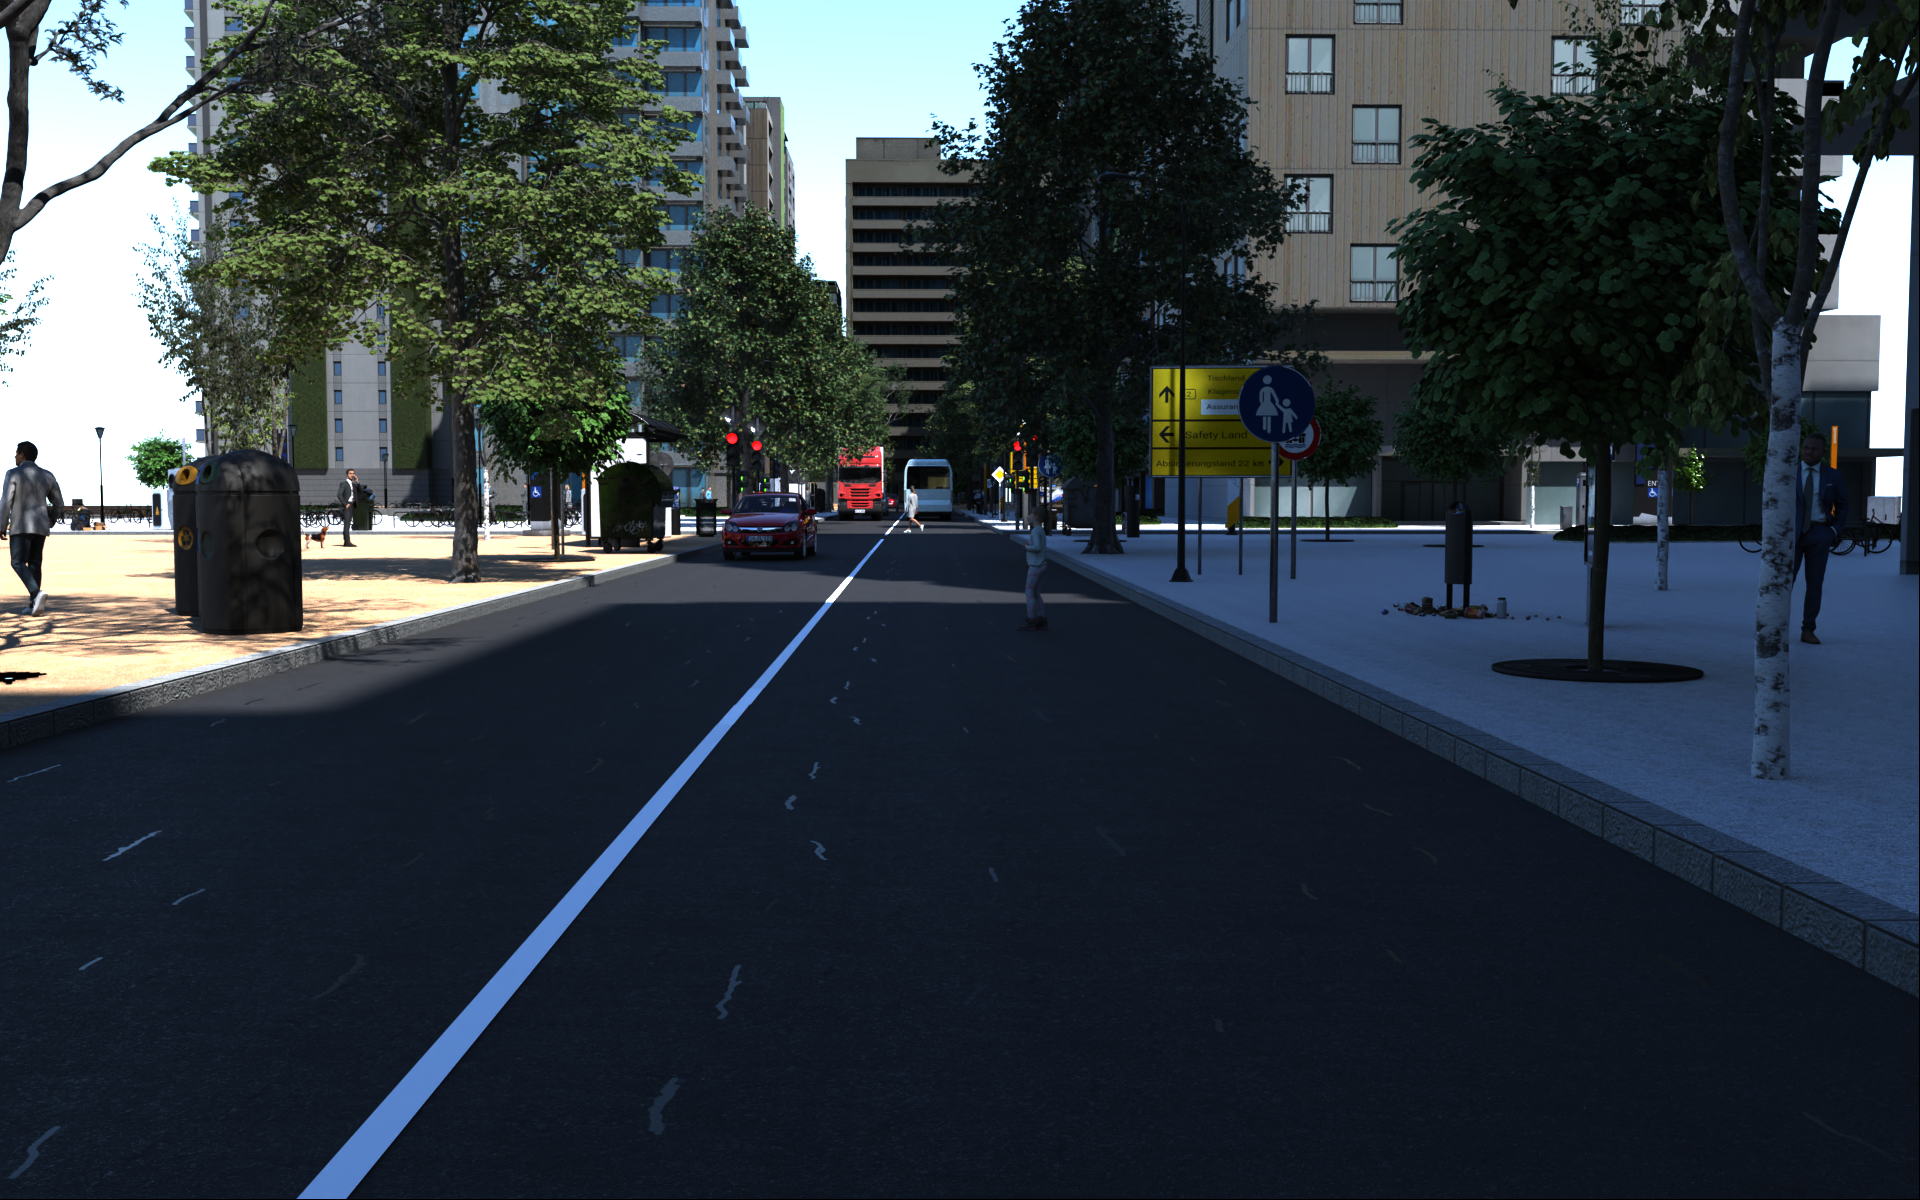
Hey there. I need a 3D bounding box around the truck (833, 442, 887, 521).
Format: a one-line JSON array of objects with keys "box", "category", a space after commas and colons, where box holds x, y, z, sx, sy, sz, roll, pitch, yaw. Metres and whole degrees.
[{"box": [-5.463, -6.551, 96.017, 2.839, 4.237, 11.283, 0, 4, -2], "category": "truck"}]

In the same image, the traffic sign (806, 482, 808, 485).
[{"box": [-10.387, -6.987, 114.346, 0.768, 2.556, 0.104, 0, 4, 2], "category": "traffic sign"}]

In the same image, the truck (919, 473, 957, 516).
[{"box": [-1.898, -7.319, 115.581, 3.469, 3.379, 9.791, 0, 4, 0], "category": "truck"}]

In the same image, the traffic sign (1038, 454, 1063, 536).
[{"box": [2.753, -3.210, 52.584, 0.768, 2.556, 0.104, 0, 4, 1], "category": "traffic sign"}]

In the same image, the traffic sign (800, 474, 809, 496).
[{"box": [-8.546, -5.714, 93.524, 0.768, 2.556, 0.104, 0, 4, 1], "category": "traffic sign"}]

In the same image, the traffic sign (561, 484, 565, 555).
[{"box": [-8.428, -2.244, 36.696, 0.884, 2.594, 0.081, 0, 3, 0], "category": "traffic sign"}]

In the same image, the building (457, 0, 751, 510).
[{"box": [-30.091, -32.468, 150.462, 23.786, 49.044, 30.456, 0, 4, -1], "category": "building"}]

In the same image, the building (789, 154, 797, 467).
[{"box": [-25.898, -31.421, 197.320, 14.086, 41.232, 14.154, 0, 4, -1], "category": "building"}]

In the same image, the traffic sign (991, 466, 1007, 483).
[{"box": [1.900, -5.022, 81.841, 0.795, 2.593, 0.064, 0, 4, 7], "category": "traffic sign"}]

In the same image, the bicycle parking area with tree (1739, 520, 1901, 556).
[{"box": [21.361, -3.124, 38.072, 9.016, 4.147, 8.231, 3, 5, 43], "category": "bicycle parking area with tree"}]

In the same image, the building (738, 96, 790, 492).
[{"box": [-24.976, -29.936, 173.051, 14.154, 41.232, 14.086, 0, 4, -1], "category": "building"}]

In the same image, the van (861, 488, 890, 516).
[{"box": [-5.564, -6.521, 113.629, 2.013, 2.044, 4.112, 0, 4, 0], "category": "van"}]

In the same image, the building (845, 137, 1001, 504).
[{"box": [-4.710, -37.592, 238.335, 21.600, 48.544, 21.300, 0, 4, -1], "category": "building"}]

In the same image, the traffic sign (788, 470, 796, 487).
[{"box": [-8.841, -5.463, 89.331, 0.884, 2.594, 0.081, 0, 4, 5], "category": "traffic sign"}]

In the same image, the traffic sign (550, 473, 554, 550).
[{"box": [-9.400, -2.437, 39.949, 0.768, 2.556, 0.104, 0, 4, -1], "category": "traffic sign"}]

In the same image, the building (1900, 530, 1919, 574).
[{"box": [26.428, -25.993, 14.221, 28.713, 52.752, 27.495, 0, 4, -1], "category": "building"}]

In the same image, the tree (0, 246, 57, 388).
[{"box": [-21.970, -5.293, 36.898, 4.360, 8.622, 3.978, 0, 3, 0], "category": "tree"}]

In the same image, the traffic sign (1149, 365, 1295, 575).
[{"box": [4.135, -2.052, 27.426, 2.265, 3.308, 0.079, 0, 4, 5], "category": "traffic sign"}]

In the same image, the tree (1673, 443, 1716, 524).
[{"box": [27.448, -4.283, 64.629, 1.663, 3.219, 1.824, 0, 3, 0], "category": "tree"}]

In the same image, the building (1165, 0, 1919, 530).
[{"box": [23.925, -30.074, 80.951, 27.495, 52.752, 28.713, 0, 4, -1], "category": "building"}]

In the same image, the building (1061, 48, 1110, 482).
[{"box": [20.252, -32.608, 152.747, 23.786, 49.044, 30.456, 0, 4, -1], "category": "building"}]

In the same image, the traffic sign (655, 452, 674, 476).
[{"box": [-9.073, -3.210, 52.583, 0.768, 2.556, 0.104, 0, 4, 4], "category": "traffic sign"}]

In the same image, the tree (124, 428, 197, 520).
[{"box": [-39.739, -6.265, 86.148, 4.285, 4.588, 4.351, 0, 3, 0], "category": "tree"}]

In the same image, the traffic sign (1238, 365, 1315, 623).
[{"box": [3.134, -1.048, 17.247, 0.768, 2.556, 0.104, 0, 4, 1], "category": "traffic sign"}]

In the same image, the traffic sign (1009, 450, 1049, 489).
[{"box": [3.434, -5.305, 80.617, 2.265, 3.308, 0.079, 0, 4, 8], "category": "traffic sign"}]

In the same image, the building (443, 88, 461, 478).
[{"box": [-43.637, -34.777, 192.298, 21.600, 48.544, 21.300, 0, 4, -1], "category": "building"}]

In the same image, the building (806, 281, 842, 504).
[{"box": [-23.123, -28.298, 234.376, 14.107, 30.474, 14.160, 0, 4, -1], "category": "building"}]

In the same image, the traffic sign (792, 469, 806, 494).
[{"box": [-8.282, -5.437, 89.000, 0.768, 2.556, 0.104, 0, 4, 5], "category": "traffic sign"}]

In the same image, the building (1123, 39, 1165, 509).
[{"box": [17.808, -27.963, 107.312, 14.600, 45.320, 14.200, 0, 4, -1], "category": "building"}]

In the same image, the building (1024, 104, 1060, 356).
[{"box": [17.653, -34.864, 193.726, 21.300, 48.544, 21.600, 0, 4, -1], "category": "building"}]

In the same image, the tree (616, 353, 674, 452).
[{"box": [-15.711, -8.436, 88.296, 4.360, 8.622, 3.978, 0, 3, 0], "category": "tree"}]

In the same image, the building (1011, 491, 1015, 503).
[{"box": [20.091, -39.906, 241.694, 27.495, 52.752, 28.713, 0, 4, -1], "category": "building"}]

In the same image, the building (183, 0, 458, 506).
[{"box": [-68.540, -39.731, 191.599, 28.212, 58.520, 21.231, 0, 4, -1], "category": "building"}]

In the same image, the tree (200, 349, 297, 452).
[{"box": [-34.443, -8.212, 84.630, 4.737, 8.622, 4.395, 0, 3, 0], "category": "tree"}]

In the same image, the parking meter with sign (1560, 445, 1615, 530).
[{"box": [22.361, -4.007, 61.776, 1.738, 3.016, 0.543, 0, 4, 5], "category": "parking meter with sign"}]

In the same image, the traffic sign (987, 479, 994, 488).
[{"box": [2.028, -7.039, 117.213, 0.606, 2.300, 0.079, 0, 4, 6], "category": "traffic sign"}]

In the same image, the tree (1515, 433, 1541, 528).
[{"box": [21.391, -7.025, 65.214, 4.360, 8.622, 3.978, 0, 3, 0], "category": "tree"}]

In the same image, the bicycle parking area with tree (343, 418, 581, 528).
[{"box": [-17.845, -4.980, 68.431, 9.016, 4.147, 8.231, 1, 4, 20], "category": "bicycle parking area with tree"}]

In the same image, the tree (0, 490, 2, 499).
[{"box": [-63.245, -11.969, 97.517, 13.155, 14.587, 18.604, -1, 4, -8], "category": "tree"}]

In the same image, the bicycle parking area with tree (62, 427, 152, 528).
[{"box": [-39.433, -5.357, 74.581, 8.231, 4.147, 9.016, 2, 4, 24], "category": "bicycle parking area with tree"}]

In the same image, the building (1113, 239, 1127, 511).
[{"box": [18.297, -27.276, 129.555, 14.154, 41.232, 14.086, 0, 4, -1], "category": "building"}]

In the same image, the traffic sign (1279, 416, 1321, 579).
[{"box": [5.034, -1.589, 26.091, 0.768, 2.556, 0.104, 0, 4, 1], "category": "traffic sign"}]

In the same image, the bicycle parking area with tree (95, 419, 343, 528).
[{"box": [-27.574, -5.027, 69.186, 9.016, 4.147, 8.231, 1, 4, 15], "category": "bicycle parking area with tree"}]

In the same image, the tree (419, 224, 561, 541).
[{"box": [-12.808, -5.944, 47.543, 4.360, 8.622, 3.978, 0, 3, 0], "category": "tree"}]

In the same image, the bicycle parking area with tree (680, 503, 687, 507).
[{"box": [-24.972, -8.641, 128.288, 8.231, 4.147, 9.016, -2, 4, -35], "category": "bicycle parking area with tree"}]
